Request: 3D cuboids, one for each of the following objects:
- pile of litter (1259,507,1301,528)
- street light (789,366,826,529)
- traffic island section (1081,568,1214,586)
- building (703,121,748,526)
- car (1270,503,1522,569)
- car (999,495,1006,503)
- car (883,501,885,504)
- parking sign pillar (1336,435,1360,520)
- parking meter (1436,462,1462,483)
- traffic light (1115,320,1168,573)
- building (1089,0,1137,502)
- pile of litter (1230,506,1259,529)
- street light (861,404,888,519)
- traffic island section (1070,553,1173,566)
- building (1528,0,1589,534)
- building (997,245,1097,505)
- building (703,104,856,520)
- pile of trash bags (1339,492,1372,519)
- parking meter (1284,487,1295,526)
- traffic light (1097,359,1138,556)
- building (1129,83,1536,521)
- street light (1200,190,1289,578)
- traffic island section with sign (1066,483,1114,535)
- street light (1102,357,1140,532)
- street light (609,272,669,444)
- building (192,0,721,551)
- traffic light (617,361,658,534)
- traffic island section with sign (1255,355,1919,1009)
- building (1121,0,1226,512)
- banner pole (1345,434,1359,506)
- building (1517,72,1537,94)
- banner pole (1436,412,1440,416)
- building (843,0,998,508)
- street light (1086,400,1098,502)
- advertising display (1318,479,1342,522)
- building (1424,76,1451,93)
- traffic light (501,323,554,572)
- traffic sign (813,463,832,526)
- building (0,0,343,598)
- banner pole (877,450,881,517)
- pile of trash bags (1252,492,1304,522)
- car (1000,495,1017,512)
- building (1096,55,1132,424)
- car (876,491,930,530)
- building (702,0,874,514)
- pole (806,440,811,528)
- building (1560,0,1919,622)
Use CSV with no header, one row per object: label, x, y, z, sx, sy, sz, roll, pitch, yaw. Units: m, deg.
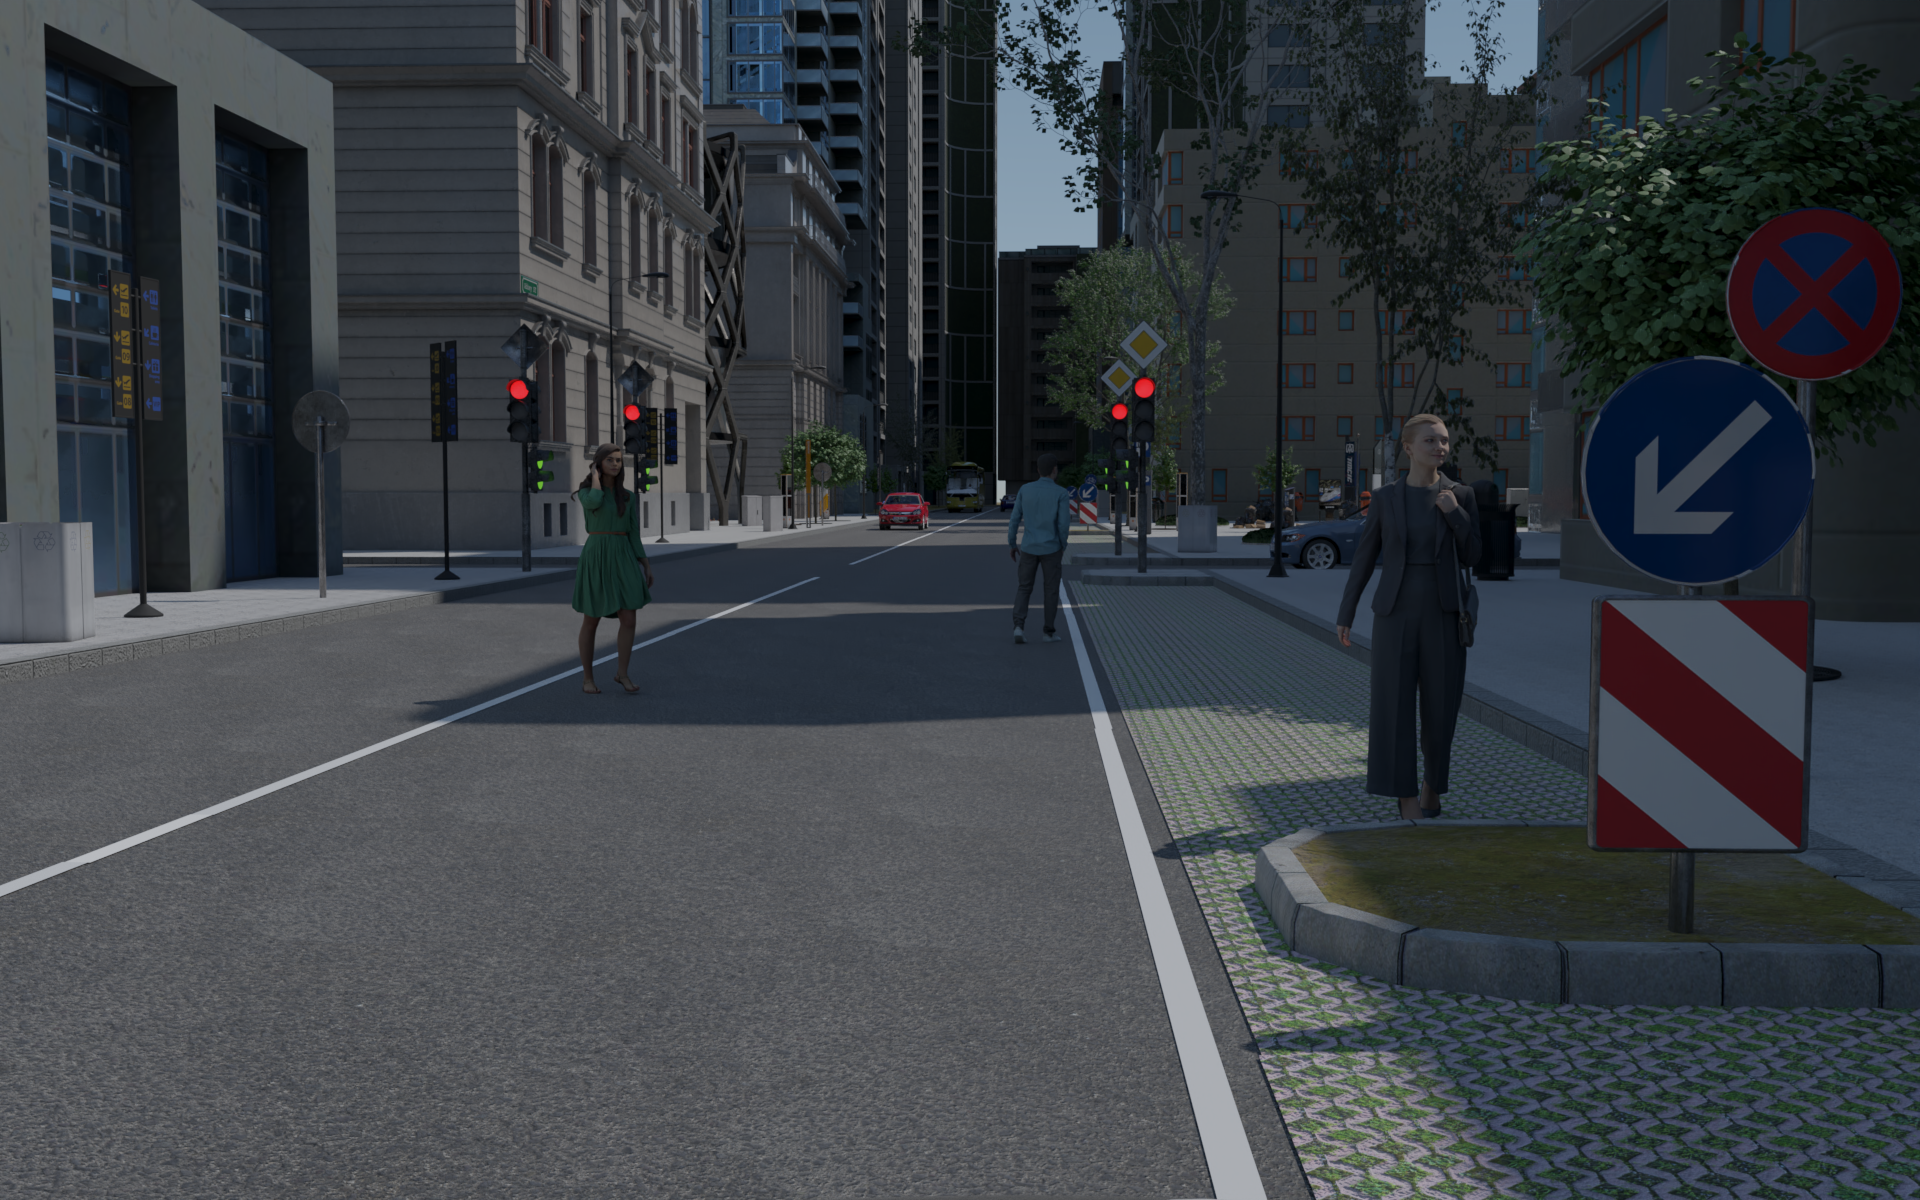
pile of litter,10.797,-2.600,56.474,1.719,0.858,1.176,0,4,-1
street light,-5.550,-5.528,62.918,1.470,5.913,1.316,0,4,2
traffic island section,2.991,-0.364,28.238,2.009,0.180,2.903,0,4,2
building,-17.405,-12.419,70.500,16.820,18.784,16.811,0,4,2
car,7.993,-1.221,31.968,4.499,1.417,2.014,0,4,1
car,4.743,-9.244,163.498,2.083,1.381,4.827,0,4,1
car,-2.582,-4.329,80.367,1.945,1.707,3.694,0,4,2
parking sign pillar,18.045,-5.579,79.682,1.447,3.967,1.447,2,4,25
parking meter,8.097,-1.419,28.919,0.399,1.863,0.255,2,4,32
traffic light,2.952,-2.398,28.126,0.839,4.253,0.868,0,4,2
building,23.187,-51.365,152.490,22.319,86.520,31.000,0,4,2
pile of litter,10.926,-3.098,64.614,1.719,0.858,1.176,1,4,10
street light,-4.409,-7.126,89.053,1.470,5.913,1.316,0,4,2
traffic island section,3.329,-0.852,36.216,2.009,0.180,2.903,0,4,2
building,31.638,-26.145,47.078,30.456,49.044,23.786,0,4,2
building,11.380,-26.439,203.985,14.107,30.474,14.160,0,4,2
building,-13.596,-15.562,96.247,13.314,21.916,24.055,0,4,2
pile of trash bags,15.558,-3.480,66.658,1.912,1.369,3.447,1,4,14
parking meter,11.702,-3.249,61.527,0.372,1.533,0.369,0,3,0
traffic light,3.289,-2.886,36.104,0.839,4.253,0.868,0,4,2
building,24.077,-15.360,96.174,27.650,21.520,28.899,0,4,2
street light,4.374,-3.309,26.639,1.470,5.913,1.316,0,4,2
traffic island section with sign,4.369,-3.191,60.793,1.989,1.847,2.006,0,4,2
street light,5.540,-5.268,58.674,1.470,5.913,1.316,0,4,2
street light,-6.779,-3.906,36.404,1.470,5.913,1.316,0,4,2
building,-15.543,-16.045,49.729,14.401,28.519,23.554,0,4,2
traffic light,-6.814,-2.911,36.514,0.839,4.253,0.868,0,4,2
traffic island section with sign,2.044,0.176,5.757,1.989,1.847,2.006,0,4,2
building,21.619,-42.140,127.244,20.563,71.187,20.611,0,4,2
banner pole,16.331,-5.016,72.026,0.401,3.779,0.863,-3,5,-41
building,70.348,-31.566,170.722,28.867,44.769,22.147,0,4,2
banner pole,14.289,-3.819,52.460,0.863,3.779,0.401,-2,4,-34
building,-5.994,-46.951,205.900,20.611,71.187,20.563,0,4,2
street light,6.865,-6.866,84.802,1.470,5.913,1.316,0,4,2
advertising display,16.121,-4.297,75.465,0.974,1.923,0.123,1,4,18
building,43.355,-29.072,167.208,23.993,40.220,32.217,0,4,2
traffic light,-7.151,-2.423,28.536,0.839,4.253,0.868,0,4,2
traffic sign,-5.586,-4.292,70.275,0.768,2.556,0.104,1,4,10
building,-25.776,-42.923,14.460,31.000,86.520,22.319,0,4,2
banner pole,-4.636,-6.671,99.085,0.401,3.779,0.863,-1,4,-17
pile of trash bags,15.012,-4.353,80.928,1.912,1.369,3.447,3,5,42
car,4.179,-7.786,139.888,1.945,1.354,3.894,0,4,4
building,21.128,-32.190,176.413,14.600,45.320,14.200,0,4,2
car,-2.264,-3.734,70.084,2.155,1.783,4.494,0,4,2
building,-17.077,-49.735,125.845,22.319,86.520,31.000,0,4,2
pole,-5.706,-4.361,65.148,0.158,3.312,0.155,0,3,0
building,22.301,-10.128,10.632,27.650,21.520,28.899,0,4,2
